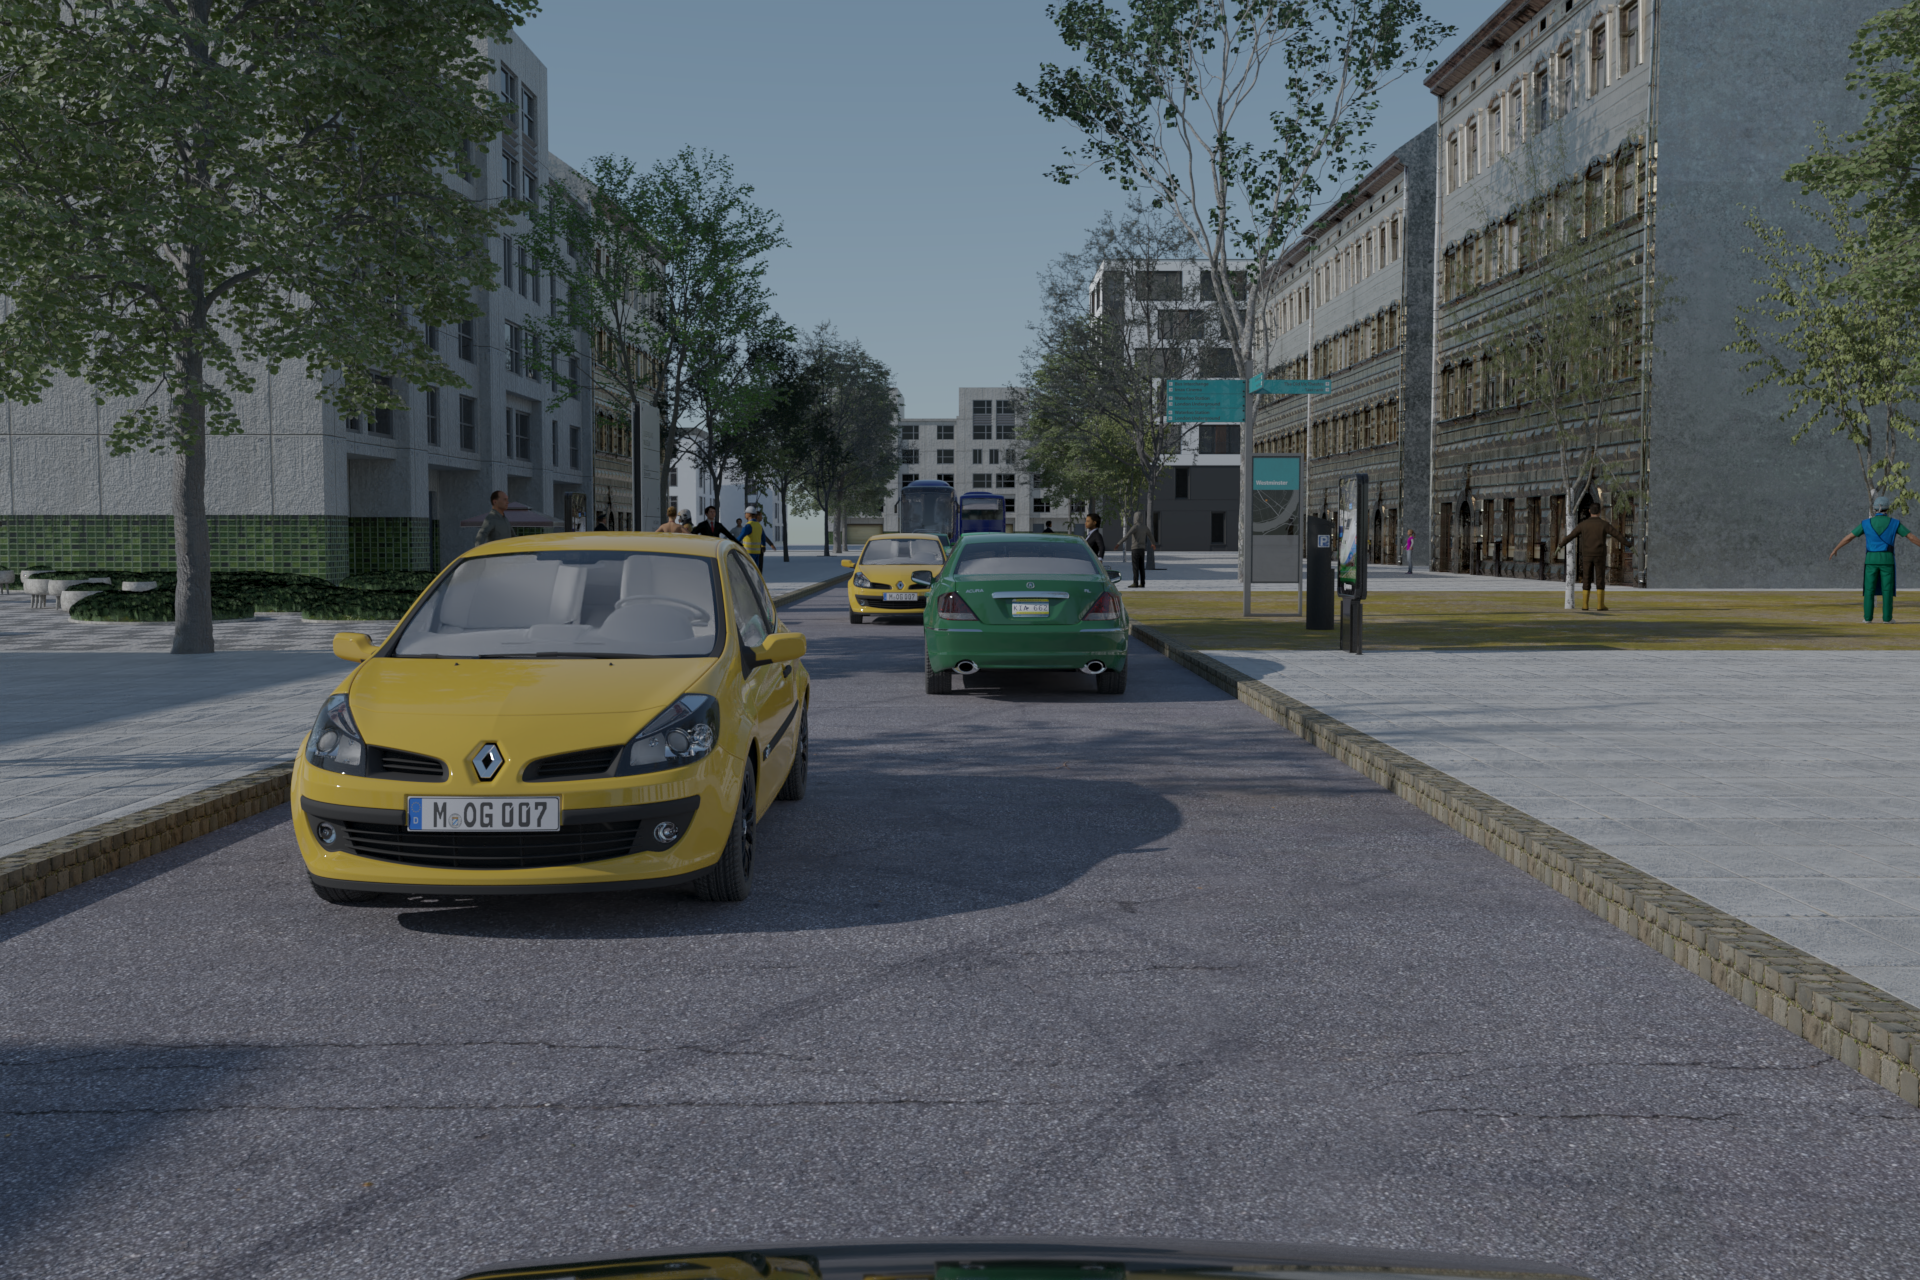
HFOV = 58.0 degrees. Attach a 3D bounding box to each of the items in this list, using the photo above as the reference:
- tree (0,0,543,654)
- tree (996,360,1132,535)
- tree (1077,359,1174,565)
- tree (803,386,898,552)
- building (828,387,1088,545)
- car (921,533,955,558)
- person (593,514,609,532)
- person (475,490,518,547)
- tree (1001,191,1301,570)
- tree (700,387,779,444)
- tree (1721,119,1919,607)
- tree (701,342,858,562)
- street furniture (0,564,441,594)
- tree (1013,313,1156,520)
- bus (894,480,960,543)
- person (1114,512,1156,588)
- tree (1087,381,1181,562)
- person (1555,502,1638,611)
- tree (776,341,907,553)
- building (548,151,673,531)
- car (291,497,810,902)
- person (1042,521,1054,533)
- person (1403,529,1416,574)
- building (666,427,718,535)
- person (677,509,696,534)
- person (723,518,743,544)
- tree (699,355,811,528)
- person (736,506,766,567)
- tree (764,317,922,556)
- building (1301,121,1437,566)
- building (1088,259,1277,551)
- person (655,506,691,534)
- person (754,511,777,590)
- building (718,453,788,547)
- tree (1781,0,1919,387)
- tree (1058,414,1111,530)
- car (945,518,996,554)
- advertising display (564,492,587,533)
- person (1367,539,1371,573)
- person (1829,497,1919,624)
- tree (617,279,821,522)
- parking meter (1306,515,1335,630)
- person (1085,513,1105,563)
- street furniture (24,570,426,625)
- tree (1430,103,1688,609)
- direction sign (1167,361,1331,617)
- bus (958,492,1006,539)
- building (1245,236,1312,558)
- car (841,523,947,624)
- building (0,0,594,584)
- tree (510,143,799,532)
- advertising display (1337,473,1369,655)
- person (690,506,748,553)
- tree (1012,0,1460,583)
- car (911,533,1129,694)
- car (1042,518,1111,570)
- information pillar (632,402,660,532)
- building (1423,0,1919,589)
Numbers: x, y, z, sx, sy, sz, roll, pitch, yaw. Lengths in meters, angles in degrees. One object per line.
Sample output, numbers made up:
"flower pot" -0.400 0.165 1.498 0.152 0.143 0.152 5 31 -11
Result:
"tree" -8.141 -6.154 18.739 7.486 12.596 7.792 0 3 0
"tree" 7.367 -12.478 114.389 12.009 13.543 11.850 0 3 0
"tree" 7.076 -7.403 71.405 4.737 8.622 4.395 0 3 0
"tree" -8.324 -12.675 125.365 7.486 12.596 7.792 0 3 0
"building" 0.008 -21.192 215.399 31.486 18.905 16.747 0 4 1
"car" -1.126 -3.667 68.755 1.959 1.807 4.718 0 3 0
"person" -9.748 -2.532 47.340 1.347 1.837 0.705 3 5 44
"person" -5.430 -0.872 20.529 0.705 1.796 1.348 1 4 14
"tree" 6.813 -9.255 61.697 12.009 13.543 11.850 0 3 0
"tree" -26.622 -21.899 213.938 12.611 20.169 13.585 0 3 0
"tree" 15.764 -4.875 30.064 4.737 8.622 4.395 0 3 0
"tree" -8.328 -8.872 79.463 7.601 10.594 8.767 -2 4 -24
"street furniture" -16.738 -1.407 38.625 10.072 0.657 5.734 0 4 2
"tree" 6.479 -10.492 89.672 7.486 12.596 7.792 0 3 0
"bus" -1.399 -5.538 82.086 2.896 3.916 12.251 0 4 0
"person" 4.230 -2.150 41.286 1.348 1.813 0.705 -3 5 -40
"tree" 7.694 -7.827 78.328 4.737 8.622 4.395 0 3 0
"person" 10.625 -1.397 28.984 1.346 1.812 0.704 2 4 32
"tree" -8.063 -12.724 114.692 9.857 13.997 8.962 0 3 0
"building" -25.290 -15.542 85.036 19.493 23.208 18.063 0 4 1
"car" -1.667 0.138 7.968 2.015 1.641 3.980 0 4 0
"person" 3.089 -3.182 58.752 0.721 1.740 1.216 -3 4 -36
"person" 14.409 -2.840 55.693 0.599 1.433 0.991 0 4 2
"building" -25.409 -12.725 150.202 9.099 9.664 28.070 0 4 -1
"person" -6.296 -2.068 39.584 0.705 1.858 1.354 0 4 -2
"person" -7.276 -3.117 57.148 1.347 1.806 0.705 -1 4 -13
"tree" -8.347 -7.334 70.273 4.737 8.622 4.395 0 3 0
"person" -4.191 -1.750 34.575 0.705 1.833 1.349 2 4 25
"tree" -7.745 -11.545 99.131 12.009 13.543 11.850 0 3 0
"building" 26.826 -15.100 77.816 19.493 23.208 18.063 0 4 0
"building" 24.539 -18.419 145.121 27.936 21.610 32.646 0 3 0
"person" -4.702 -1.328 28.523 1.217 1.733 0.721 1 4 8
"person" -4.558 -2.016 39.188 0.704 1.802 1.346 -2 4 -33
"building" -22.277 -14.523 179.603 9.099 9.664 28.070 0 4 0
"tree" 13.749 -6.227 19.939 7.486 12.596 7.792 0 3 0
"tree" 7.428 -9.108 99.274 4.737 8.622 4.395 0 3 0
"car" 0.635 -1.935 40.426 1.959 1.807 4.718 0 4 -1
"advertising display" -5.969 -1.329 26.938 0.123 1.923 0.974 0 4 1
"person" 13.217 -3.073 56.706 0.721 1.772 1.216 0 4 -4
"person" 13.190 -1.143 24.820 1.347 1.817 0.704 2 4 35
"tree" -8.169 -7.669 59.796 8.767 10.594 7.601 3 4 39
"parking meter" 4.842 -0.908 23.252 0.372 1.533 0.369 0 3 0
"person" 1.872 -1.002 25.558 0.721 1.740 1.216 -1 4 -16
"street furniture" -11.798 -0.778 28.343 5.734 0.657 10.072 -3 4 -38
"tree" 10.663 -4.849 29.649 4.360 8.622 3.978 0 3 0
"direction sign" 4.449 -2.290 26.211 2.525 3.948 1.411 0 4 0
"bus" 1.099 -6.601 99.475 2.896 3.916 12.251 0 4 -1
"building" 27.173 -16.278 97.069 19.493 23.208 18.063 0 4 0
"car" -0.929 -1.140 28.856 2.015 1.641 3.980 0 3 0
"building" -24.003 -11.701 57.770 16.747 18.905 31.486 0 3 0
"tree" -8.263 -7.431 47.257 9.928 11.665 9.643 0 3 0
"advertising display" 4.247 -0.829 18.761 0.123 1.923 0.974 0 4 1
"person" -4.589 -1.579 32.010 1.347 1.806 0.705 -2 4 -27
"tree" 6.095 -11.560 44.890 12.611 20.169 13.585 0 3 0
"car" 0.574 -0.313 16.918 2.131 1.459 4.920 0 4 -1
"car" 0.993 -0.740 22.324 2.015 1.641 3.980 0 4 0
"information pillar" -5.745 -2.475 31.776 0.184 3.620 1.656 0 4 2
"building" 25.228 -13.340 49.036 19.493 23.208 18.063 0 4 0
